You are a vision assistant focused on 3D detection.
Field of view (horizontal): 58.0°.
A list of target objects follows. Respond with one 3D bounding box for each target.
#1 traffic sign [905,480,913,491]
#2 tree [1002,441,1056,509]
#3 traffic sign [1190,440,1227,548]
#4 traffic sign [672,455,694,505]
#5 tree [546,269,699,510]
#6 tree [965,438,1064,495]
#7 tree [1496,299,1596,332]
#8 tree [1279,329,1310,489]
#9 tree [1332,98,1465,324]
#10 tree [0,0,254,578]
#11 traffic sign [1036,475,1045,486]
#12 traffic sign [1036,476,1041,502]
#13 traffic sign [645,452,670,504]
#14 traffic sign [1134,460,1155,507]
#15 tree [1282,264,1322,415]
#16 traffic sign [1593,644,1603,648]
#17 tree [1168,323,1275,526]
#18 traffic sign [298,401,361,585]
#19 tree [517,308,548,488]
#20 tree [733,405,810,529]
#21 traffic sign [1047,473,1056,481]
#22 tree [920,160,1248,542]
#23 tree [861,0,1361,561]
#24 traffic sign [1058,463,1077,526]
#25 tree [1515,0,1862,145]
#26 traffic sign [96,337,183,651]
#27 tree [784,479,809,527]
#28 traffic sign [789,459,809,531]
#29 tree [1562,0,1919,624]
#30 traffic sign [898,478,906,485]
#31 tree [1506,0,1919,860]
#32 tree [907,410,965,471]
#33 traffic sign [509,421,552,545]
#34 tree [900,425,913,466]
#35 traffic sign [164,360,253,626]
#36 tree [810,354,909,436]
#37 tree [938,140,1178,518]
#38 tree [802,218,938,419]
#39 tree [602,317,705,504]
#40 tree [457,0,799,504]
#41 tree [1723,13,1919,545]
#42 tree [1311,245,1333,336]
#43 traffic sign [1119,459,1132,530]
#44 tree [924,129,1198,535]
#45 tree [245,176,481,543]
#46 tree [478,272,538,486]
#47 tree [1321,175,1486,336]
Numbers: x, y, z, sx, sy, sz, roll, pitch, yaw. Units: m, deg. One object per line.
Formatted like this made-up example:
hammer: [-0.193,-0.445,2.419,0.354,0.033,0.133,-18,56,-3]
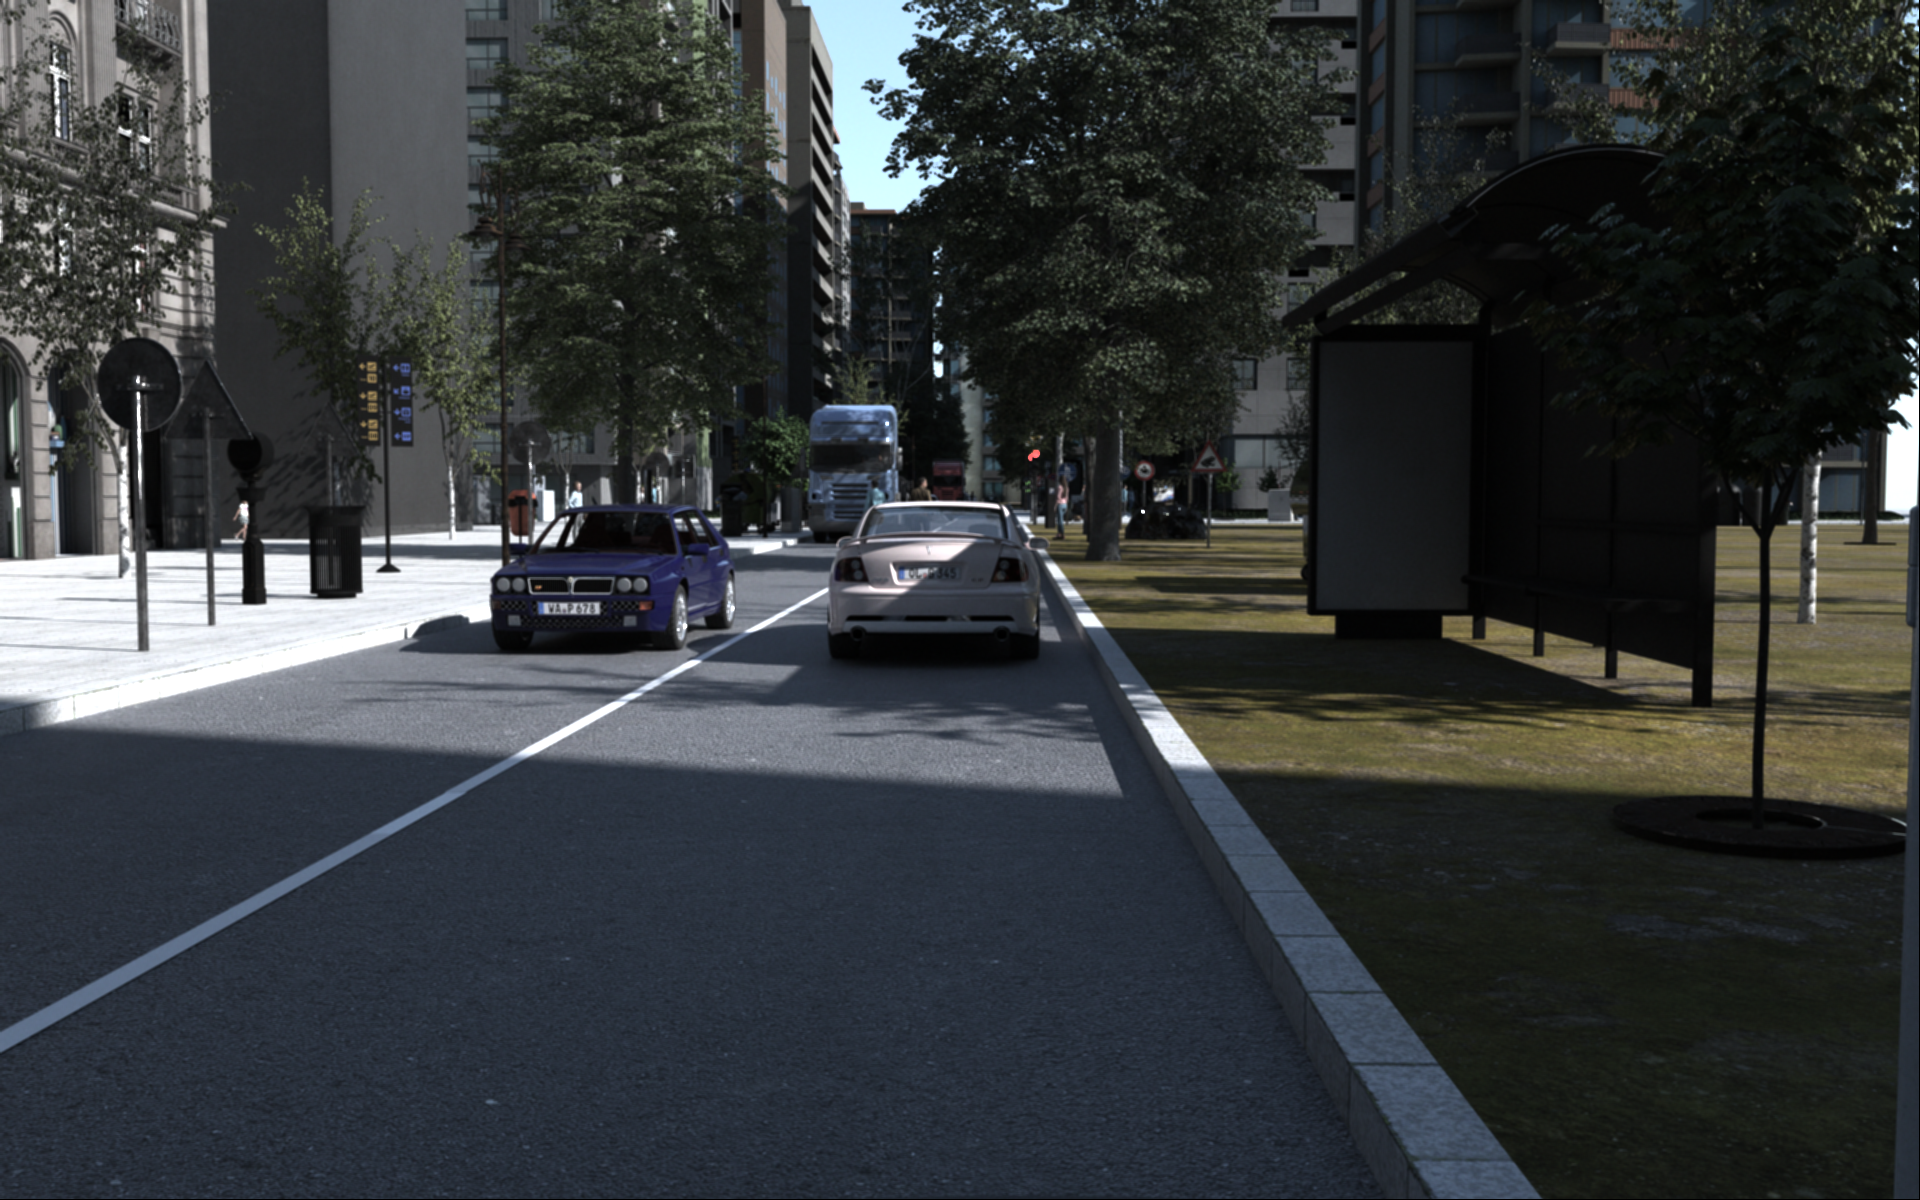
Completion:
traffic sign: [-3.817,-7.740,128.677,0.606,2.300,0.079,1,4,10]
tree: [6.412,-12.199,149.817,4.360,8.622,3.978,0,3,0]
traffic sign: [5.960,-2.537,41.491,0.884,2.594,0.081,1,4,11]
traffic sign: [-7.263,-2.649,45.446,0.606,2.300,0.079,1,4,11]
tree: [-10.603,-6.553,57.505,4.360,8.622,3.978,0,3,0]
tree: [7.115,-15.205,174.360,9.928,11.665,9.643,0,3,0]
tree: [23.265,-8.851,61.730,9.611,12.733,9.660,0,3,0]
tree: [13.811,-6.809,61.688,4.360,8.622,3.978,0,3,0]
tree: [9.397,-5.018,32.412,4.360,8.622,3.978,0,3,0]
tree: [-12.998,-4.635,26.145,4.360,8.622,3.978,0,3,0]
traffic sign: [5.324,-6.872,112.367,0.884,2.594,0.081,0,4,2]
traffic sign: [5.473,-7.341,120.126,0.768,2.556,0.104,0,4,3]
traffic sign: [-9.168,-3.202,52.465,0.768,2.556,0.104,0,4,6]
traffic sign: [6.993,-4.013,65.721,0.768,2.556,0.104,0,4,7]
tree: [11.611,-6.229,52.214,4.737,8.622,4.395,0,3,0]
traffic sign: [5.337,-0.875,14.409,0.768,2.556,0.104,0,4,3]
tree: [9.888,-7.255,68.989,4.360,8.622,3.978,0,3,0]
traffic sign: [-8.844,-1.487,24.309,0.884,2.594,0.081,0,4,2]
tree: [-14.581,-6.962,64.190,4.360,8.622,3.978,0,3,0]
tree: [-6.603,-4.898,63.796,4.285,4.588,4.351,0,3,0]
traffic sign: [5.730,-6.520,106.703,0.768,2.556,0.104,1,4,9]
tree: [3.550,-6.824,45.983,8.767,10.594,7.601,0,4,4]
tree: [2.763,-7.738,33.176,9.857,13.997,8.962,0,3,0]
traffic sign: [4.358,-4.299,70.402,0.768,2.556,0.104,0,4,4]
tree: [9.279,-4.374,21.872,4.360,8.622,3.978,0,3,0]
traffic sign: [-6.669,-0.854,14.071,0.768,2.556,0.104,1,4,10]
tree: [-6.150,-4.432,67.065,1.663,3.219,1.824,0,3,0]
traffic sign: [-5.483,-3.657,59.804,0.884,2.594,0.081,0,4,6]
tree: [8.385,-4.085,17.153,4.737,8.622,4.395,0,3,0]
traffic sign: [-4.480,-8.196,134.114,0.768,2.556,0.104,0,4,6]
tree: [2.907,-0.730,6.541,1.663,3.219,1.824,0,3,0]
tree: [-2.861,-16.929,202.546,9.928,11.665,9.643,0,3,0]
traffic sign: [-7.494,-1.840,30.187,0.768,2.556,0.104,0,4,5]
tree: [-3.413,-14.763,175.784,8.767,10.594,7.601,-1,4,-16]
traffic sign: [-7.297,-1.028,16.815,0.884,2.594,0.081,0,4,4]
tree: [-4.985,-8.560,90.322,4.737,8.622,4.395,0,3,0]
tree: [6.466,-14.432,91.854,12.611,20.169,13.585,0,3,0]
tree: [-4.595,-16.027,117.929,12.611,20.169,13.585,0,3,0]
tree: [-12.347,-7.293,69.609,4.737,8.622,4.395,0,3,0]
tree: [-7.089,-7.294,37.383,7.486,12.596,7.792,0,3,0]
tree: [23.179,-8.156,43.718,12.009,13.543,11.850,0,3,0]
tree: [11.256,-5.743,44.260,4.360,8.622,3.978,0,3,0]
traffic sign: [5.707,-3.752,61.454,0.768,2.556,0.104,1,4,11]
tree: [3.684,-8.350,54.650,7.486,12.596,7.792,0,3,0]
tree: [-14.618,-5.553,41.159,4.737,8.622,4.395,0,3,0]
tree: [-14.094,-5.996,48.405,4.737,8.622,4.395,0,3,0]
tree: [10.863,-5.452,39.506,4.737,8.622,4.395,0,3,0]
